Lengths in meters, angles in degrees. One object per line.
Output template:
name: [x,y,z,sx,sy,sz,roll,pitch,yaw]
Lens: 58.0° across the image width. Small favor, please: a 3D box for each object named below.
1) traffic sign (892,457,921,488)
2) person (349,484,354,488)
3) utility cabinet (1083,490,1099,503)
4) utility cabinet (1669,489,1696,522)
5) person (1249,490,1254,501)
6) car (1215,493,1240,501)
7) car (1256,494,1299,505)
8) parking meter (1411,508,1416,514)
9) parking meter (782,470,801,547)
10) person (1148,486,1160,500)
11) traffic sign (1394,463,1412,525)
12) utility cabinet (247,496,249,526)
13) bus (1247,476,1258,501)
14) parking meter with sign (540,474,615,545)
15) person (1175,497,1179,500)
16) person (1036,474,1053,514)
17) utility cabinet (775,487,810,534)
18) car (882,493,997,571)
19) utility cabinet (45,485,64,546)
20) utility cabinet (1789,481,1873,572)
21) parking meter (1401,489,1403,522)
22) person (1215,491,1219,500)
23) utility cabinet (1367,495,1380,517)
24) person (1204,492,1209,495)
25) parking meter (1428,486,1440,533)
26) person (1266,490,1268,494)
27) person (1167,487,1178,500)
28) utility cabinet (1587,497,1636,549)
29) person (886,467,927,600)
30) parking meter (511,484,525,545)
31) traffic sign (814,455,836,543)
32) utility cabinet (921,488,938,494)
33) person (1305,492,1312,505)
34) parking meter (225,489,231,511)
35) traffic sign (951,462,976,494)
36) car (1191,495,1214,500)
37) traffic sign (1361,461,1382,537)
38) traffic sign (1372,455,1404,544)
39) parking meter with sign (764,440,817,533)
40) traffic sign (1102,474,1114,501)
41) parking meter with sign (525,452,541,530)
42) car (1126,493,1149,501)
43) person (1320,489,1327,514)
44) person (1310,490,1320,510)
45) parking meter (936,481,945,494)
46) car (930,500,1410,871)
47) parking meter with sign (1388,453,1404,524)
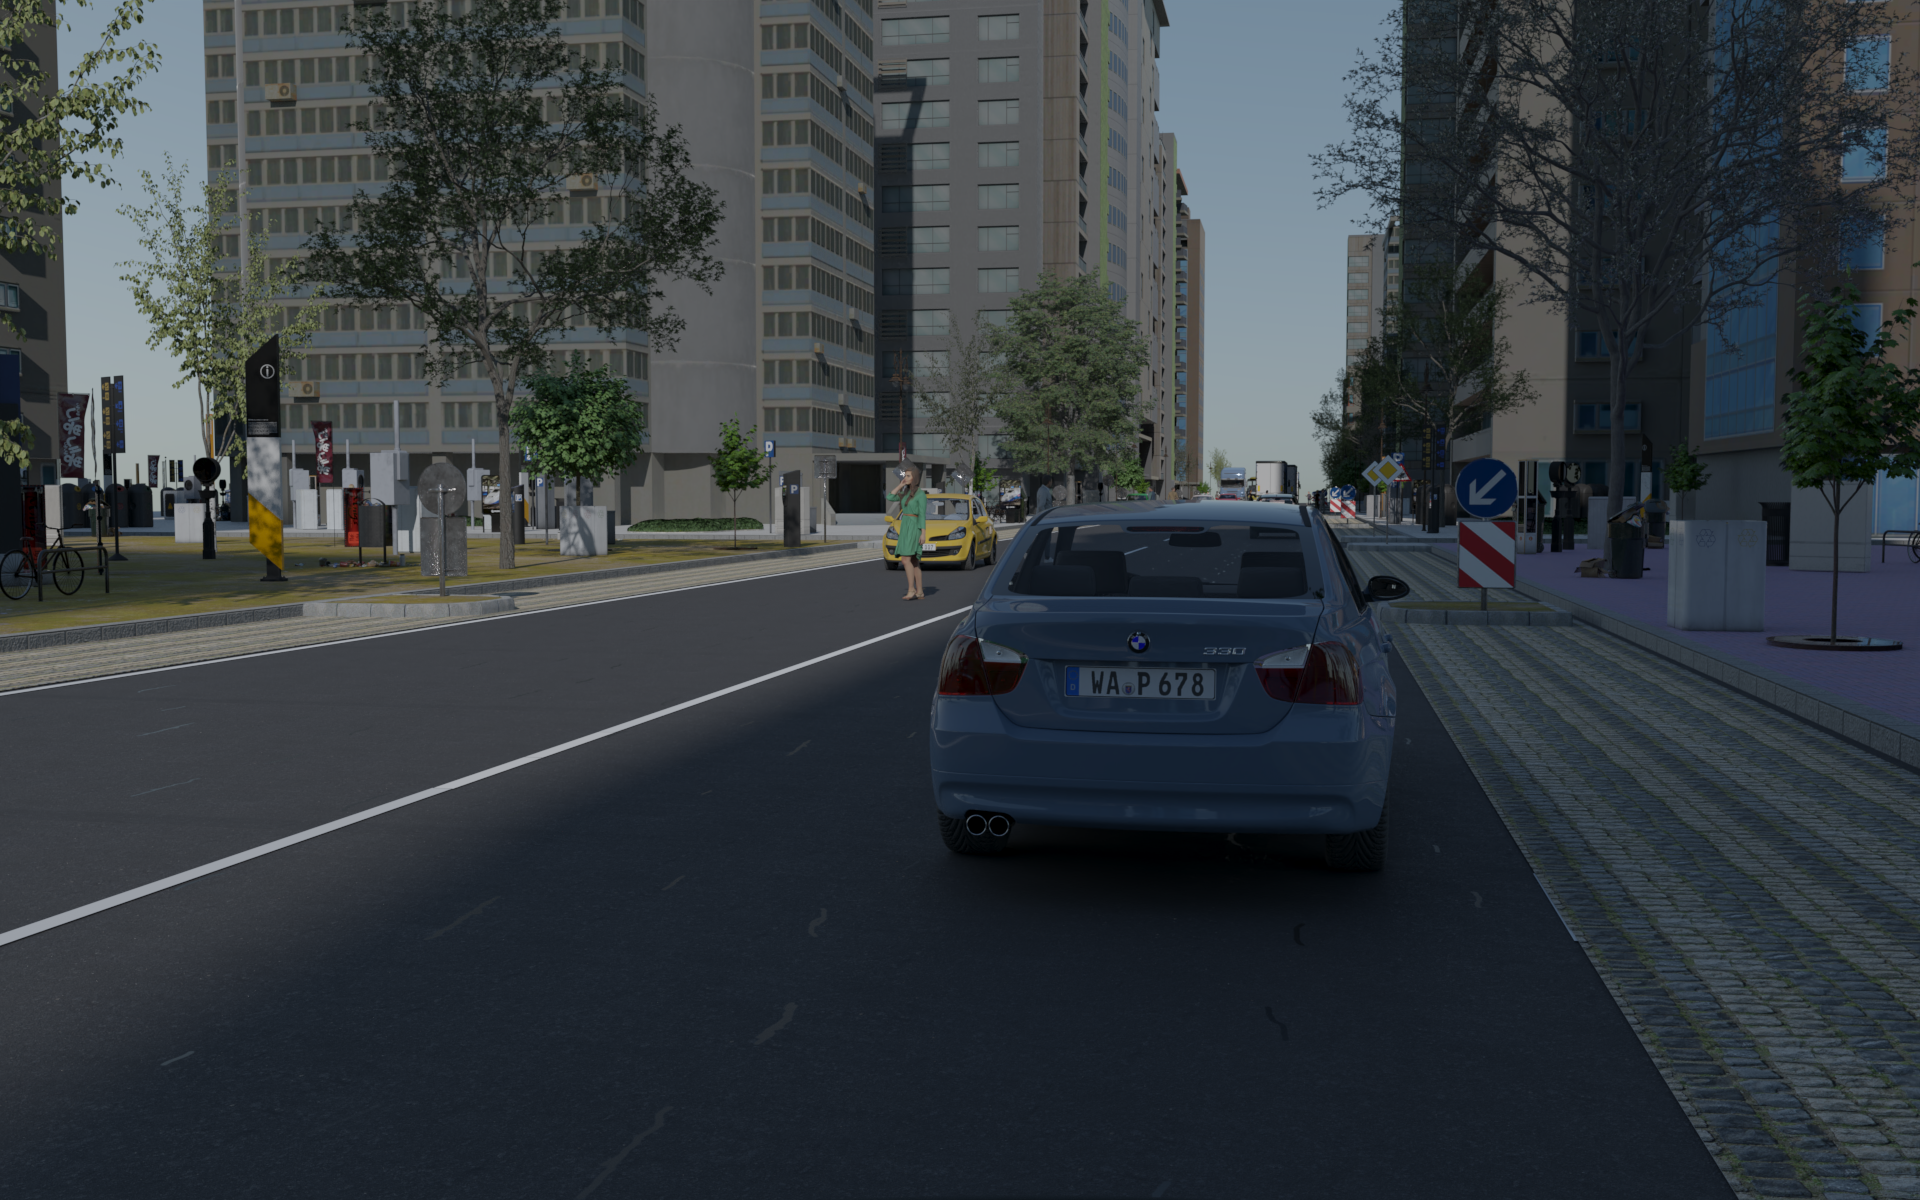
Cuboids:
traffic sign: [-1.445,-2.630,46.642,0.795,2.450,0.064,1,4,11]
person: [-18.470,-2.689,53.130,0.598,1.740,0.731,0,4,-3]
utility cabinet: [7.881,-5.833,104.053,0.318,1.500,1.173,3,5,44]
utility cabinet: [27.103,-3.441,64.935,1.173,1.500,0.318,-2,4,-32]
person: [26.030,-8.954,154.902,0.705,1.822,1.348,1,4,21]
car: [23.002,-8.537,148.619,2.155,1.783,4.494,1,4,12]
car: [10.424,-2.882,56.914,2.009,1.686,4.222,1,4,11]
parking meter: [29.007,-6.409,110.504,0.255,1.863,0.399,3,5,45]
parking meter: [-4.063,-2.204,41.746,0.399,1.863,0.255,-2,4,-31]
person: [9.656,-4.832,87.493,0.794,1.824,0.713,-2,4,-27]
traffic sign: [18.426,-4.428,72.404,0.884,2.594,0.081,1,4,12]
utility cabinet: [-28.755,-3.649,70.827,0.306,1.237,1.020,0,4,5]
bus: [41.960,-15.435,243.906,2.896,3.916,12.252,1,4,13]
parking meter with sign: [-9.650,-2.914,43.898,1.738,3.016,0.543,-1,4,-22]
person: [8.347,-3.298,66.695,0.640,1.303,0.475,3,5,44]
person: [1.671,-1.696,36.068,0.795,1.843,0.661,0,4,3]
utility cabinet: [-5.313,-2.819,54.770,1.173,1.500,0.318,2,4,34]
car: [-0.361,-1.438,33.733,2.015,1.641,3.980,1,4,10]
utility cabinet: [-22.579,-2.055,42.276,1.173,1.500,0.318,-1,4,-14]
utility cabinet: [14.374,-1.218,28.587,1.173,1.500,0.318,3,5,45]
parking meter: [20.539,-4.442,81.044,0.372,1.533,0.369,0,3,0]
person: [32.786,-12.978,220.693,0.705,1.824,1.348,-1,4,-16]
utility cabinet: [23.342,-5.271,97.341,0.306,1.237,1.020,-3,4,-36]
person: [28.583,-11.711,200.782,0.742,1.727,0.445,2,4,27]
parking meter: [15.663,-2.988,57.266,0.372,1.533,0.369,0,3,0]
person: [23.592,-7.558,132.788,1.217,1.736,0.721,3,5,44]
person: [12.491,-5.679,101.268,0.656,1.842,0.836,-1,4,-22]
utility cabinet: [15.136,-1.778,40.236,1.020,1.237,0.306,2,4,24]
person: [-0.632,-0.896,23.395,0.600,1.795,0.529,3,5,39]
parking meter: [-11.270,-2.181,44.072,0.372,1.533,0.369,0,3,0]
traffic sign: [-3.544,-2.651,45.475,0.606,2.300,0.079,1,4,15]
utility cabinet: [-1.439,-3.494,65.807,1.173,1.500,0.318,0,4,-3]
person: [44.363,-12.947,220.712,0.750,1.759,0.617,-3,4,-36]
parking meter: [-39.673,-5.232,93.956,0.372,1.533,0.369,0,3,0]
traffic sign: [0.095,-3.109,54.478,0.795,2.450,0.064,1,4,11]
car: [16.280,-6.356,116.285,2.083,1.381,4.827,1,4,11]
traffic sign: [12.450,-2.960,52.038,0.795,2.450,0.064,1,4,11]
traffic sign: [10.910,-2.481,44.202,0.795,2.450,0.064,1,4,11]
parking meter with sign: [-5.537,-3.711,56.933,1.738,3.016,0.543,-3,5,-39]
traffic sign: [9.532,-6.803,111.339,0.768,2.556,0.104,1,4,12]
parking meter with sign: [-15.073,-4.082,63.001,0.543,3.016,1.738,1,4,20]
car: [11.367,-6.249,110.968,1.959,1.807,4.718,1,4,11]
person: [26.095,-7.070,124.289,0.583,1.804,0.606,1,4,19]
person: [26.443,-7.311,128.554,1.217,1.766,0.721,-2,4,-30]
parking meter: [-0.896,-4.468,78.766,0.399,1.863,0.255,1,4,18]
car: [1.061,0.244,8.010,2.014,1.417,4.499,1,4,12]
parking meter with sign: [18.587,-4.756,74.024,0.543,3.016,1.738,0,4,8]
